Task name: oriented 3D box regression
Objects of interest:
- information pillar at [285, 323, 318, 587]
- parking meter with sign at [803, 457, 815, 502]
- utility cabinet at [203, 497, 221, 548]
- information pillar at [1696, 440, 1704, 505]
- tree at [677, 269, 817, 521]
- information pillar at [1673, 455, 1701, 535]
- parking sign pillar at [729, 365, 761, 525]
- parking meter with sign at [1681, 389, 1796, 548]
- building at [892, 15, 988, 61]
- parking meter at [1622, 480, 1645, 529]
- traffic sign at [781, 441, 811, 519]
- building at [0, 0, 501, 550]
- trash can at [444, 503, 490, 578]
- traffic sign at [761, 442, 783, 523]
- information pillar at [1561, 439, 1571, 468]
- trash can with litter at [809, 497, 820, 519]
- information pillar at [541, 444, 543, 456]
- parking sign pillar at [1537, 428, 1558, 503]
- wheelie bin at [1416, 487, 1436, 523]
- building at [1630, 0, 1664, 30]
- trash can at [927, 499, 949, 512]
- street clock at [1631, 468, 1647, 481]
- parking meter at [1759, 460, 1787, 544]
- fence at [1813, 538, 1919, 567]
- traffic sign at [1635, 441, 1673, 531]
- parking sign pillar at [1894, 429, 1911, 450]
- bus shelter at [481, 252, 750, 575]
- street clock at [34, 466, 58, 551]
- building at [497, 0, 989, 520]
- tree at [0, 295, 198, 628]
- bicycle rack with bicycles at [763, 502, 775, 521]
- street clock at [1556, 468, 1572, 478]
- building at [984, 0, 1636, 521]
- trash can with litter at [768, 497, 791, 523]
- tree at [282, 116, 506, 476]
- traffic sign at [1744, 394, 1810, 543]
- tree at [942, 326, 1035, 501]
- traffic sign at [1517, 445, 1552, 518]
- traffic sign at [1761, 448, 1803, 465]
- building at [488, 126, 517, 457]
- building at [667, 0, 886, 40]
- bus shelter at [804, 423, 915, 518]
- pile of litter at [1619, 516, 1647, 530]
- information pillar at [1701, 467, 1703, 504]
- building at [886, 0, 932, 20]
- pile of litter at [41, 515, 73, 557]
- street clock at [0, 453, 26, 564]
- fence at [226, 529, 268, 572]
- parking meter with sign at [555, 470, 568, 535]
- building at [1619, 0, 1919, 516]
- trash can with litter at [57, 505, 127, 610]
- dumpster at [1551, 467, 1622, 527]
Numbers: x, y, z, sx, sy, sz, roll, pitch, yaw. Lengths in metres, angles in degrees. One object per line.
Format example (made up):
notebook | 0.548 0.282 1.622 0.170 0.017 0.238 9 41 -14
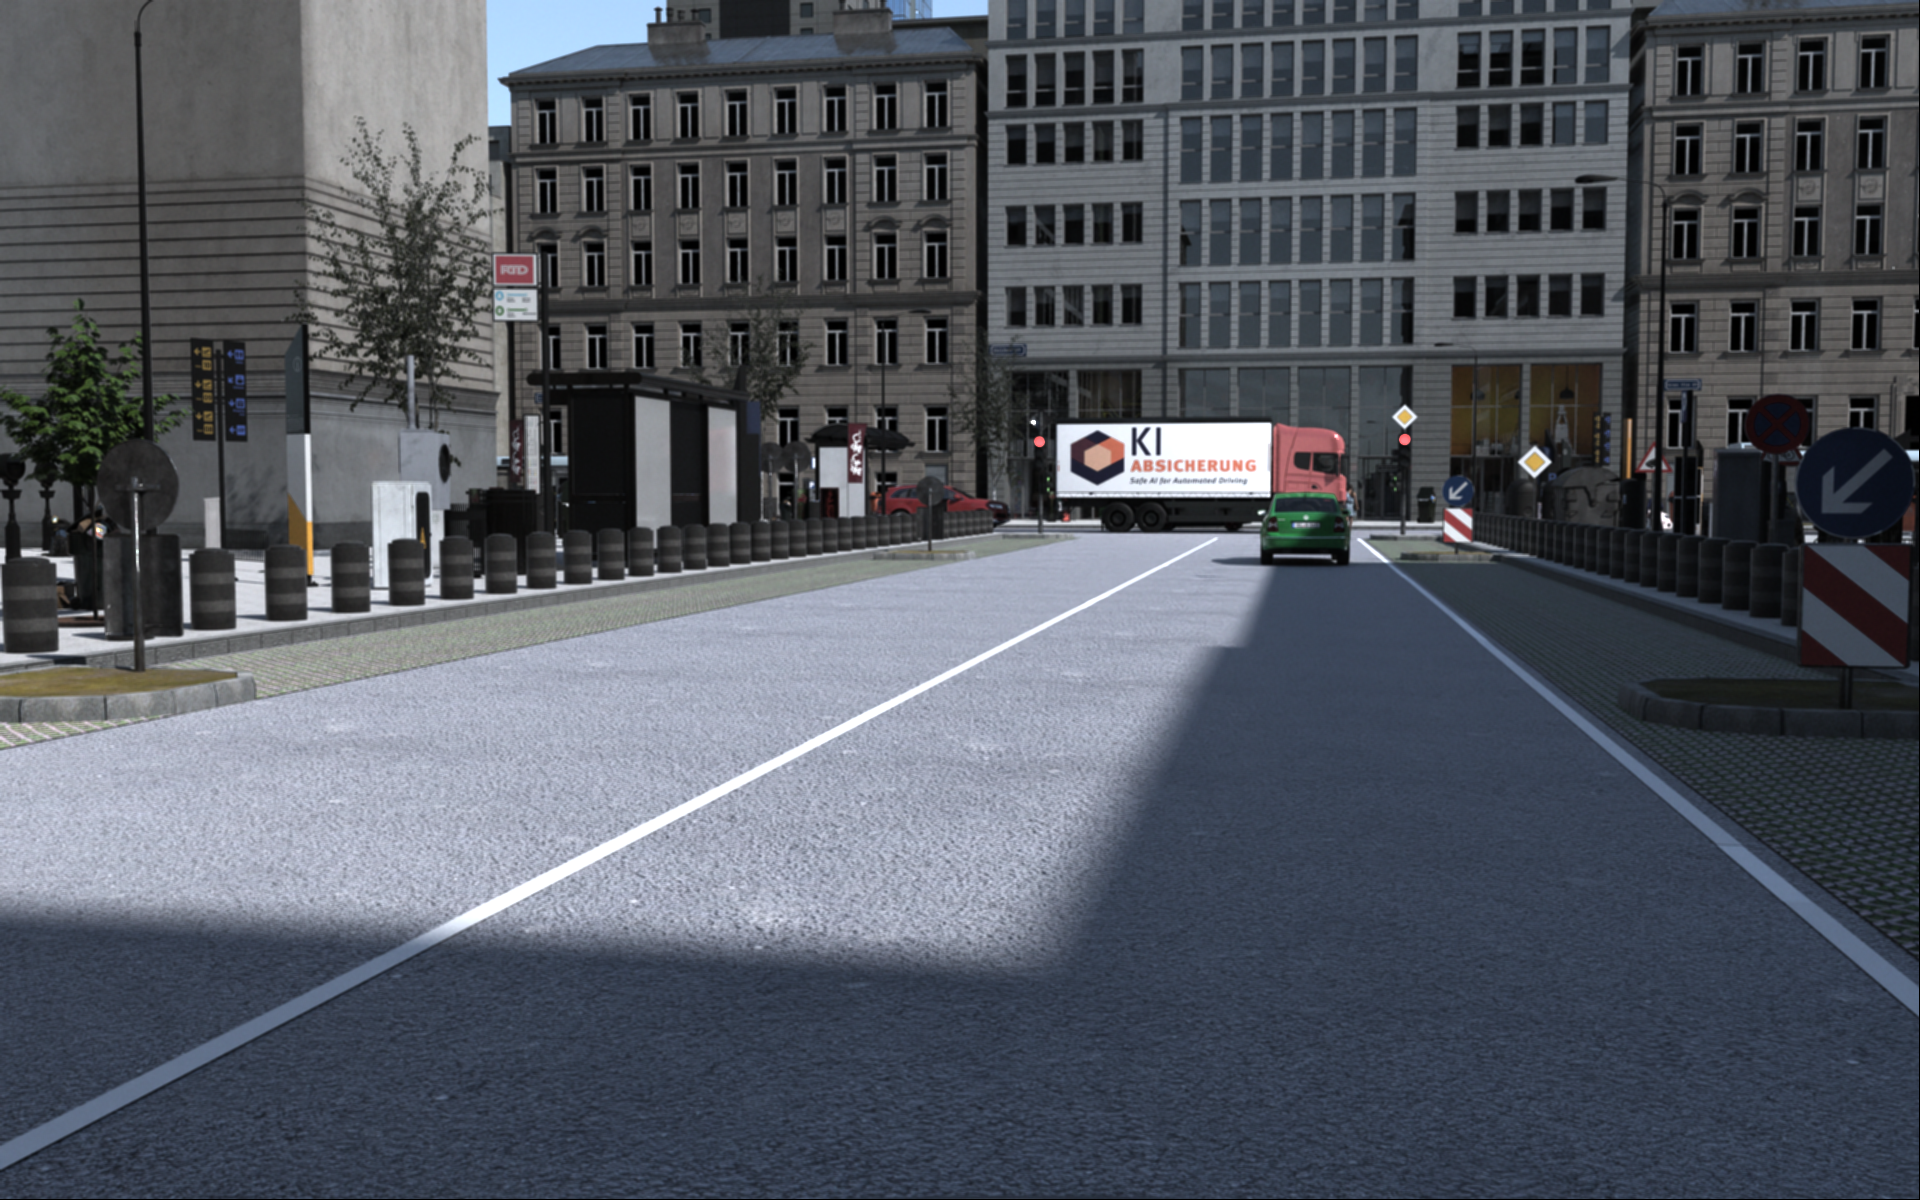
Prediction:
information pillar | -9.149 -1.996 23.986 0.504 3.616 0.183 3 4 39
parking meter with sign | -7.194 -5.295 82.841 0.543 3.016 1.738 -2 4 -26
utility cabinet | -14.246 -1.335 32.986 0.306 1.237 1.020 -2 4 -24
information pillar | 31.660 -5.067 74.205 0.183 3.616 0.504 0 4 -5
tree | -6.705 -6.470 56.151 4.360 8.622 3.978 0 3 0
information pillar | 13.723 -1.731 32.787 0.304 2.012 0.304 -1 4 -11
parking sign pillar | -4.604 -2.956 36.796 1.447 3.967 1.447 -1 4 -19
parking meter with sign | 12.983 -1.997 28.913 1.738 3.016 0.543 1 4 13
building | 2.333 -36.917 192.838 27.495 52.752 28.713 1 4 11
parking meter | 12.319 -1.424 31.691 0.372 1.533 0.369 0 3 0
traffic sign | -3.937 -2.533 41.520 0.768 2.556 0.104 1 4 13
building | -22.584 -11.992 45.219 18.267 20.994 9.793 1 4 11
trash can | -7.547 -0.903 26.421 0.748 1.137 0.748 0 3 0
traffic sign | -4.661 -2.595 42.542 0.768 2.556 0.104 1 4 12
information pillar | 25.592 -5.007 73.219 0.504 3.616 0.183 -1 4 -22
trash can with litter | -3.500 -2.203 47.081 2.233 1.210 1.678 -2 4 -27
information pillar | -19.266 -5.456 80.561 0.504 3.616 0.183 -3 5 -39
parking sign pillar | 23.949 -5.023 70.595 1.447 3.967 1.447 0 4 2
wheelie bin | 20.715 -4.222 76.942 0.980 1.594 0.693 3 5 42
building | 61.642 -34.402 151.709 28.713 52.752 27.495 1 4 11
trash can | -0.700 -2.561 53.532 0.748 1.137 0.748 0 3 0
street clock | 19.100 -2.712 48.915 0.471 2.002 0.358 0 4 4
parking meter | 14.119 -1.493 30.116 0.399 1.863 0.255 0 4 1
fence | 12.586 -0.486 23.322 2.069 0.683 0.278 2 4 32
traffic sign | 17.121 -2.617 42.796 0.884 2.594 0.081 1 4 14
parking sign pillar | 38.548 -5.091 71.711 1.447 3.967 1.447 2 4 24
bus shelter | -6.195 -3.284 31.326 2.179 5.291 8.768 1 4 11
street clock | -20.551 -2.106 39.004 0.358 2.002 0.471 1 4 17
building | -10.069 -18.038 92.193 25.104 27.353 12.463 1 4 11
tree | -8.679 -1.372 17.033 1.663 3.219 1.824 0 3 0
bicycle rack with bicycles | -9.742 -4.088 80.223 2.852 0.926 2.925 -1 4 -15
street clock | 16.552 -2.616 47.338 0.471 2.002 0.358 0 4 2
building | 16.849 -18.913 86.728 29.804 29.767 11.434 1 4 11
trash can with litter | -7.794 -3.882 74.862 1.055 1.170 0.624 0 4 6
tree | -10.636 -5.091 33.593 4.360 8.622 3.978 0 3 0
traffic sign | 10.417 -1.348 22.151 0.768 2.556 0.104 1 4 15
tree | 1.409 -7.636 75.206 4.360 8.622 3.978 0 3 0
traffic sign | 13.582 -2.434 40.988 0.795 2.450 0.064 1 4 15
traffic sign | 15.189 -1.963 32.091 0.884 2.594 0.081 1 4 15
building | -30.949 -14.693 94.975 16.860 20.320 10.420 1 4 11
building | -20.465 -46.648 200.950 20.611 71.187 20.563 1 4 11
bus shelter | -2.911 -3.540 51.799 2.014 3.302 5.546 1 4 11
pile of litter | 15.806 -1.647 40.891 1.719 0.858 1.176 2 4 34
information pillar | 20.339 -2.658 47.954 0.304 2.012 0.304 1 4 10
building | -16.493 -57.898 259.303 31.000 86.520 22.319 1 4 11
pile of litter | -18.370 -1.338 35.834 1.176 0.858 1.719 -2 4 -25
street clock | -16.904 -1.609 30.876 0.358 2.002 0.471 1 4 13
fence | -12.051 -0.844 29.169 0.278 0.683 2.069 -3 5 -43
parking meter with sign | -12.282 -3.546 54.245 1.738 3.016 0.543 0 4 7
building | 43.783 -17.384 81.491 25.104 27.353 12.463 1 4 11
trash can with litter | -9.840 -0.482 19.267 1.055 1.170 0.624 1 4 9
dumpster | 13.460 -1.924 37.223 1.264 1.857 1.865 1 4 11
